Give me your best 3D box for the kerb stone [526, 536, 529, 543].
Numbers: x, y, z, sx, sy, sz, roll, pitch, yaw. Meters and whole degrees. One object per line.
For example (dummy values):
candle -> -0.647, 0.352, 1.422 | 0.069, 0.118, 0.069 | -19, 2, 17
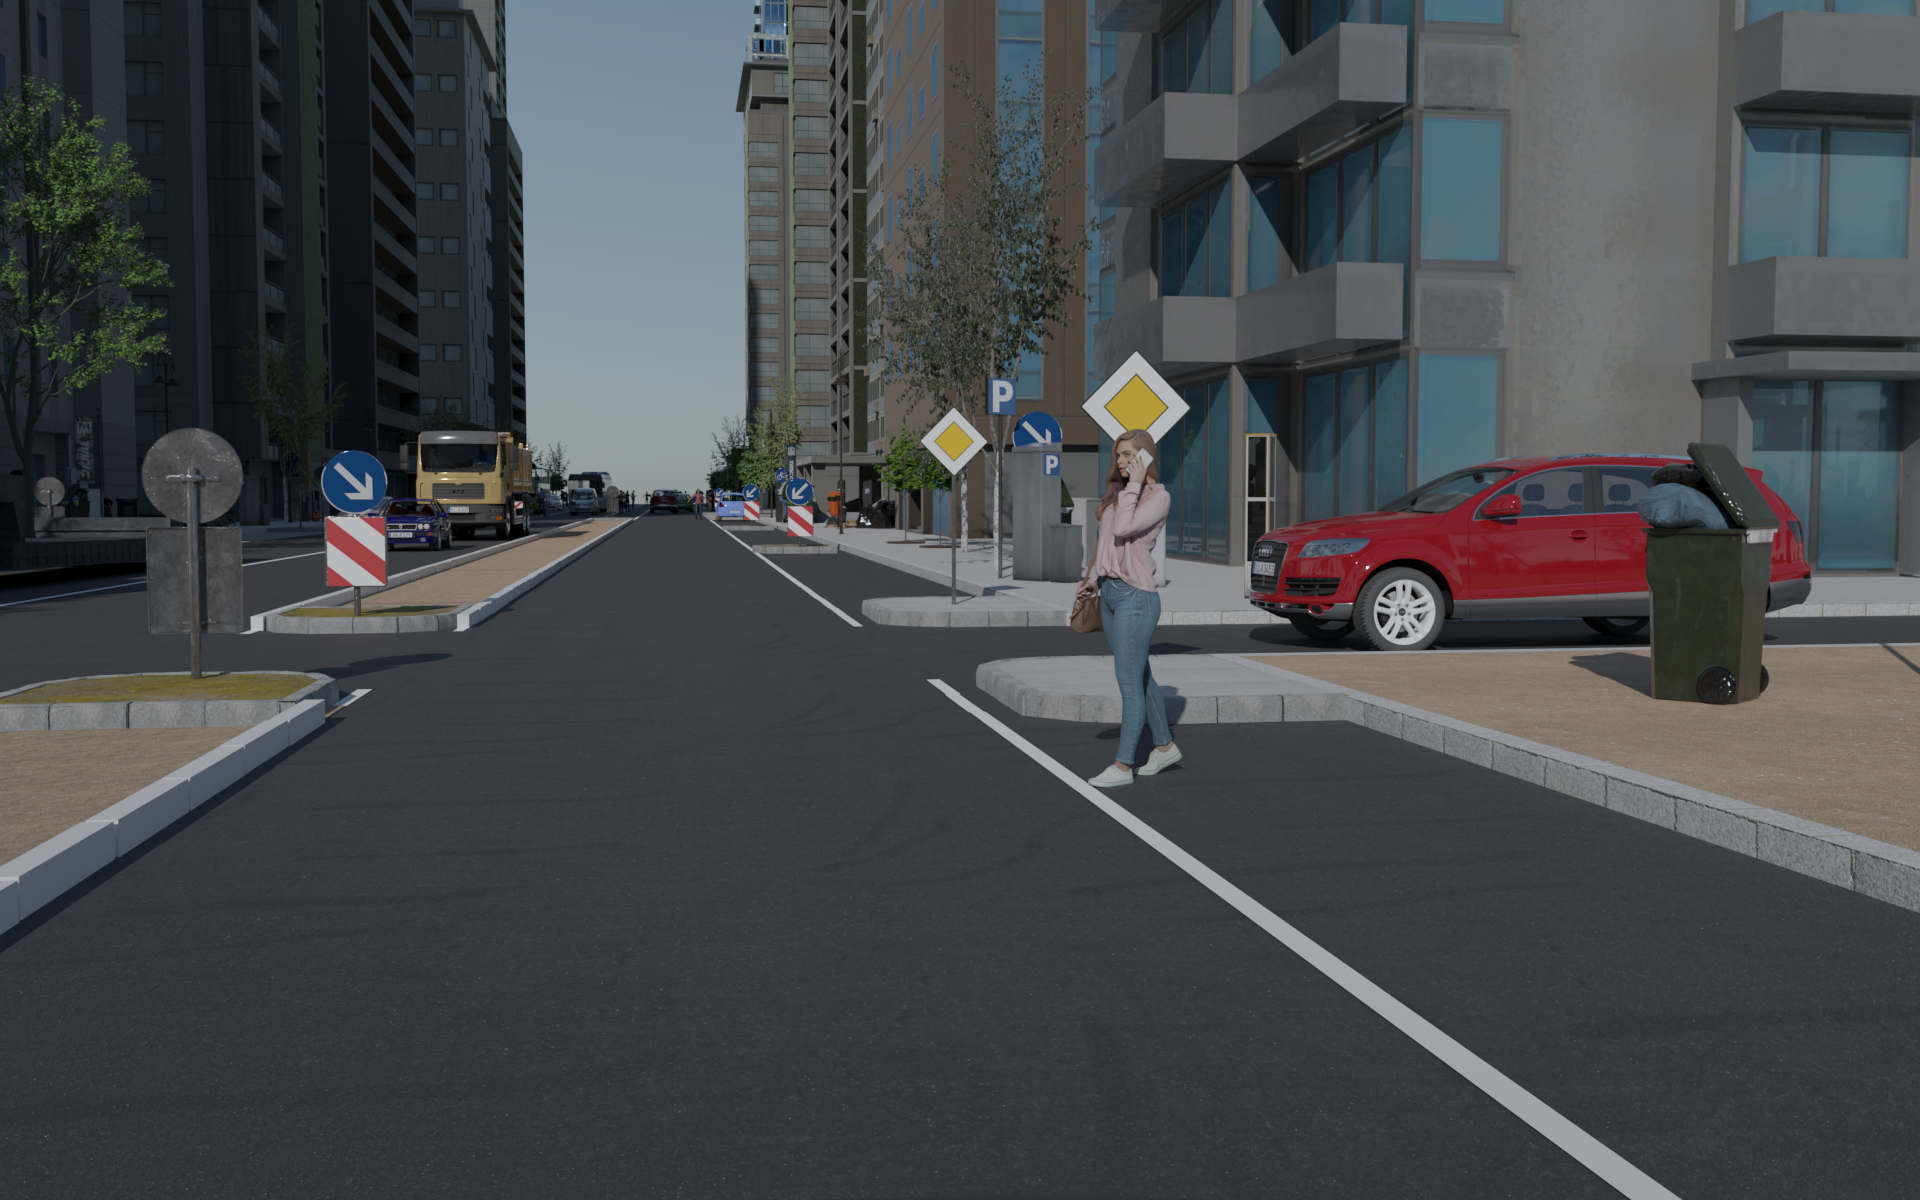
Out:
kerb stone -> -12.621, -1.699, 49.979 | 0.120, 0.150, 1.000 | -1, 4, -9

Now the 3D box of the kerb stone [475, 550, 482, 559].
kerb stone -> -10.620, -0.954, 37.857 | 0.120, 0.150, 1.000 | -1, 4, -9

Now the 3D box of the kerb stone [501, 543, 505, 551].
kerb stone -> -11.454, -1.267, 42.910 | 0.120, 0.150, 1.000 | -1, 4, -9

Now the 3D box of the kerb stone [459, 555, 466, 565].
kerb stone -> -10.116, -0.772, 34.826 | 0.120, 0.150, 1.000 | -1, 4, -9

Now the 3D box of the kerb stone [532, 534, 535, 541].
kerb stone -> -12.949, -1.823, 51.997 | 0.120, 0.150, 1.000 | -1, 4, -9

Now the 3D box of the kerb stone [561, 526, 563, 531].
kerb stone -> -15.123, -2.626, 65.160 | 0.120, 0.150, 1.000 | -1, 4, -9

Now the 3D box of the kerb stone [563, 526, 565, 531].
kerb stone -> -15.285, -2.689, 66.169 | 0.120, 0.150, 1.000 | -1, 4, -9

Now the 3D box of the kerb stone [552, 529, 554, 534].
kerb stone -> -14.289, -2.318, 60.102 | 0.120, 0.150, 1.000 | -1, 4, -9

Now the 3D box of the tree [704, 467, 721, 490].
tree -> -24.324, -12.167, 182.642 | 4.285, 4.588, 4.351 | 0, 3, 0

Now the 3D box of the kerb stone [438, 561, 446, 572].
kerb stone -> -9.609, -0.586, 31.785 | 0.120, 0.150, 1.000 | -1, 4, -9

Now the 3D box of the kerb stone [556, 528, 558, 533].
kerb stone -> -14.617, -2.442, 62.128 | 0.120, 0.150, 1.000 | -1, 4, -9

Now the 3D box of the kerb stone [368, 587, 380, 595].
kerb stone -> -8.457, -0.154, 24.707 | 0.120, 0.150, 1.000 | -1, 4, -9

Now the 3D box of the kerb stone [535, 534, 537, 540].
kerb stone -> -13.112, -1.885, 53.010 | 0.120, 0.150, 1.000 | -1, 4, -9

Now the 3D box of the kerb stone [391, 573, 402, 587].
kerb stone -> -8.786, -0.275, 26.732 | 0.120, 0.150, 1.000 | -1, 4, -9

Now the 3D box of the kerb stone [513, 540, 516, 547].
kerb stone -> -11.952, -1.452, 45.942 | 0.120, 0.150, 1.000 | -1, 4, -9

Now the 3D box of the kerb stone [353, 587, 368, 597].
kerb stone -> -8.286, -0.092, 23.692 | 0.120, 0.150, 1.000 | -1, 4, -9

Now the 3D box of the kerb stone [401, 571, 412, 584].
kerb stone -> -8.955, -0.339, 27.740 | 0.120, 0.150, 1.000 | -1, 4, -9

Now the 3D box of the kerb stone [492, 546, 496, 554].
kerb stone -> -11.119, -1.144, 40.893 | 0.120, 0.150, 1.000 | -1, 4, -9

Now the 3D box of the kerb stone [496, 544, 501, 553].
kerb stone -> -11.288, -1.205, 41.902 | 0.120, 0.150, 1.000 | -1, 4, -9

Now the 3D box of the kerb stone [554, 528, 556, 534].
kerb stone -> -14.460, -2.378, 61.117 | 0.120, 0.150, 1.000 | -1, 4, -9

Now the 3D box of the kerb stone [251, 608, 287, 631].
kerb stone -> -7.449, 0.219, 18.642 | 0.120, 0.150, 1.000 | -1, 4, -9

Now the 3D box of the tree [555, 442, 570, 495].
tree -> -55.825, -17.654, 239.003 | 4.737, 8.622, 4.395 | 0, 3, 0

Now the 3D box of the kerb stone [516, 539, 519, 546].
kerb stone -> -12.120, -1.513, 46.951 | 0.120, 0.150, 1.000 | -1, 4, -9

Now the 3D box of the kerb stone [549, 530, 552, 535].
kerb stone -> -14.119, -2.257, 59.090 | 0.120, 0.150, 1.000 | -1, 4, -9

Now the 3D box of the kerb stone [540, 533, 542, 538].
kerb stone -> -13.455, -2.009, 55.038 | 0.120, 0.150, 1.000 | -1, 4, -9

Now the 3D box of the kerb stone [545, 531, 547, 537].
kerb stone -> -13.786, -2.127, 57.055 | 0.120, 0.150, 1.000 | -1, 4, -9

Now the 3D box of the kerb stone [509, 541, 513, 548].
kerb stone -> -11.782, -1.390, 44.931 | 0.120, 0.150, 1.000 | -1, 4, -9

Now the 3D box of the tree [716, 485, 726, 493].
tree -> -27.489, -12.612, 200.813 | 1.663, 3.219, 1.824 | 0, 3, 0

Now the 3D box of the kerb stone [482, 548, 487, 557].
kerb stone -> -10.791, -1.020, 38.870 | 0.120, 0.150, 1.000 | -1, 4, -9

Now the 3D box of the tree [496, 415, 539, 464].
tree -> -42.730, -12.891, 161.134 | 4.737, 8.622, 4.395 | 0, 3, 0

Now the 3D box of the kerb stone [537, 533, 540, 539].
kerb stone -> -13.285, -1.945, 54.020 | 0.120, 0.150, 1.000 | -1, 4, -9

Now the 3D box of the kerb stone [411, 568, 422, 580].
kerb stone -> -9.117, -0.398, 28.756 | 0.120, 0.150, 1.000 | -1, 4, -9

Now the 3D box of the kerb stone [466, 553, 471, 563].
kerb stone -> -10.284, -0.832, 35.834 | 0.120, 0.150, 1.000 | -1, 4, -9

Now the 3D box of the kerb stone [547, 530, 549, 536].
kerb stone -> -13.957, -2.192, 58.077 | 0.120, 0.150, 1.000 | -1, 4, -9

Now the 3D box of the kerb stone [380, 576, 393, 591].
kerb stone -> -8.611, -0.216, 25.725 | 0.120, 0.150, 1.000 | -1, 4, -9

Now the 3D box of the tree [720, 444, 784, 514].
tree -> -12.836, -7.840, 111.899 | 4.285, 4.588, 4.351 | 0, 3, 0

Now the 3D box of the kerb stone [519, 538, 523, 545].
kerb stone -> -12.289, -1.576, 47.959 | 0.120, 0.150, 1.000 | -1, 4, -9

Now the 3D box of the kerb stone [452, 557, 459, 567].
kerb stone -> -9.949, -0.711, 33.814 | 0.120, 0.150, 1.000 | -1, 4, -9

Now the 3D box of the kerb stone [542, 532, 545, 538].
kerb stone -> -13.617, -2.070, 56.047 | 0.120, 0.150, 1.000 | -1, 4, -9

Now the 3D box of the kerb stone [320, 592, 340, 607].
kerb stone -> -7.953, 0.032, 21.671 | 0.120, 0.150, 1.000 | -1, 4, -9

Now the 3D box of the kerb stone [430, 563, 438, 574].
kerb stone -> -9.457, -0.525, 30.774 | 0.120, 0.150, 1.000 | -1, 4, -9

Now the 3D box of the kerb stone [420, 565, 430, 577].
kerb stone -> -9.287, -0.463, 29.763 | 0.120, 0.150, 1.000 | -1, 4, -9

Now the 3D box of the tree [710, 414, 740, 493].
tree -> -20.615, -12.712, 158.203 | 4.737, 8.622, 4.395 | 0, 3, 0

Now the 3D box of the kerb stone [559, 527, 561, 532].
kerb stone -> -14.958, -2.566, 64.143 | 0.120, 0.150, 1.000 | -1, 4, -9

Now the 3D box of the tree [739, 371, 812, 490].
tree -> -10.743, -9.394, 103.955 | 4.737, 8.622, 4.395 | 0, 3, 0

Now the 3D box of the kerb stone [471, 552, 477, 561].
kerb stone -> -10.456, -0.893, 36.841 | 0.120, 0.150, 1.000 | -1, 4, -9

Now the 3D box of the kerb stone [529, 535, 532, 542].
kerb stone -> -12.782, -1.761, 50.988 | 0.120, 0.150, 1.000 | -1, 4, -9

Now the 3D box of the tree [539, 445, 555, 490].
tree -> -47.649, -14.543, 188.146 | 4.737, 8.622, 4.395 | 0, 3, 0

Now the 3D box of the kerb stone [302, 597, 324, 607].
kerb stone -> -7.786, 0.094, 20.663 | 0.120, 0.150, 1.000 | -1, 4, -9

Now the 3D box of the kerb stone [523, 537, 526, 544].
kerb stone -> -12.457, -1.637, 48.967 | 0.120, 0.150, 1.000 | -1, 4, -9

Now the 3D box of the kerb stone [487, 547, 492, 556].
kerb stone -> -10.957, -1.082, 39.878 | 0.120, 0.150, 1.000 | -1, 4, -9

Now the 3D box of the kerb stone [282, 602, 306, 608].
kerb stone -> -7.621, 0.156, 19.649 | 0.120, 0.150, 1.000 | -1, 4, -9

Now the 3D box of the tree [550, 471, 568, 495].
tree -> -56.915, -15.909, 243.824 | 4.285, 4.588, 4.351 | 0, 3, 0

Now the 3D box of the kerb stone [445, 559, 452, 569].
kerb stone -> -9.793, -0.643, 32.801 | 0.120, 0.150, 1.000 | -1, 4, -9

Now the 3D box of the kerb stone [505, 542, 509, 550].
kerb stone -> -11.620, -1.329, 43.922 | 0.120, 0.150, 1.000 | -1, 4, -9

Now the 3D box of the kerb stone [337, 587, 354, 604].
kerb stone -> -8.120, -0.029, 22.680 | 0.120, 0.150, 1.000 | -1, 4, -9
